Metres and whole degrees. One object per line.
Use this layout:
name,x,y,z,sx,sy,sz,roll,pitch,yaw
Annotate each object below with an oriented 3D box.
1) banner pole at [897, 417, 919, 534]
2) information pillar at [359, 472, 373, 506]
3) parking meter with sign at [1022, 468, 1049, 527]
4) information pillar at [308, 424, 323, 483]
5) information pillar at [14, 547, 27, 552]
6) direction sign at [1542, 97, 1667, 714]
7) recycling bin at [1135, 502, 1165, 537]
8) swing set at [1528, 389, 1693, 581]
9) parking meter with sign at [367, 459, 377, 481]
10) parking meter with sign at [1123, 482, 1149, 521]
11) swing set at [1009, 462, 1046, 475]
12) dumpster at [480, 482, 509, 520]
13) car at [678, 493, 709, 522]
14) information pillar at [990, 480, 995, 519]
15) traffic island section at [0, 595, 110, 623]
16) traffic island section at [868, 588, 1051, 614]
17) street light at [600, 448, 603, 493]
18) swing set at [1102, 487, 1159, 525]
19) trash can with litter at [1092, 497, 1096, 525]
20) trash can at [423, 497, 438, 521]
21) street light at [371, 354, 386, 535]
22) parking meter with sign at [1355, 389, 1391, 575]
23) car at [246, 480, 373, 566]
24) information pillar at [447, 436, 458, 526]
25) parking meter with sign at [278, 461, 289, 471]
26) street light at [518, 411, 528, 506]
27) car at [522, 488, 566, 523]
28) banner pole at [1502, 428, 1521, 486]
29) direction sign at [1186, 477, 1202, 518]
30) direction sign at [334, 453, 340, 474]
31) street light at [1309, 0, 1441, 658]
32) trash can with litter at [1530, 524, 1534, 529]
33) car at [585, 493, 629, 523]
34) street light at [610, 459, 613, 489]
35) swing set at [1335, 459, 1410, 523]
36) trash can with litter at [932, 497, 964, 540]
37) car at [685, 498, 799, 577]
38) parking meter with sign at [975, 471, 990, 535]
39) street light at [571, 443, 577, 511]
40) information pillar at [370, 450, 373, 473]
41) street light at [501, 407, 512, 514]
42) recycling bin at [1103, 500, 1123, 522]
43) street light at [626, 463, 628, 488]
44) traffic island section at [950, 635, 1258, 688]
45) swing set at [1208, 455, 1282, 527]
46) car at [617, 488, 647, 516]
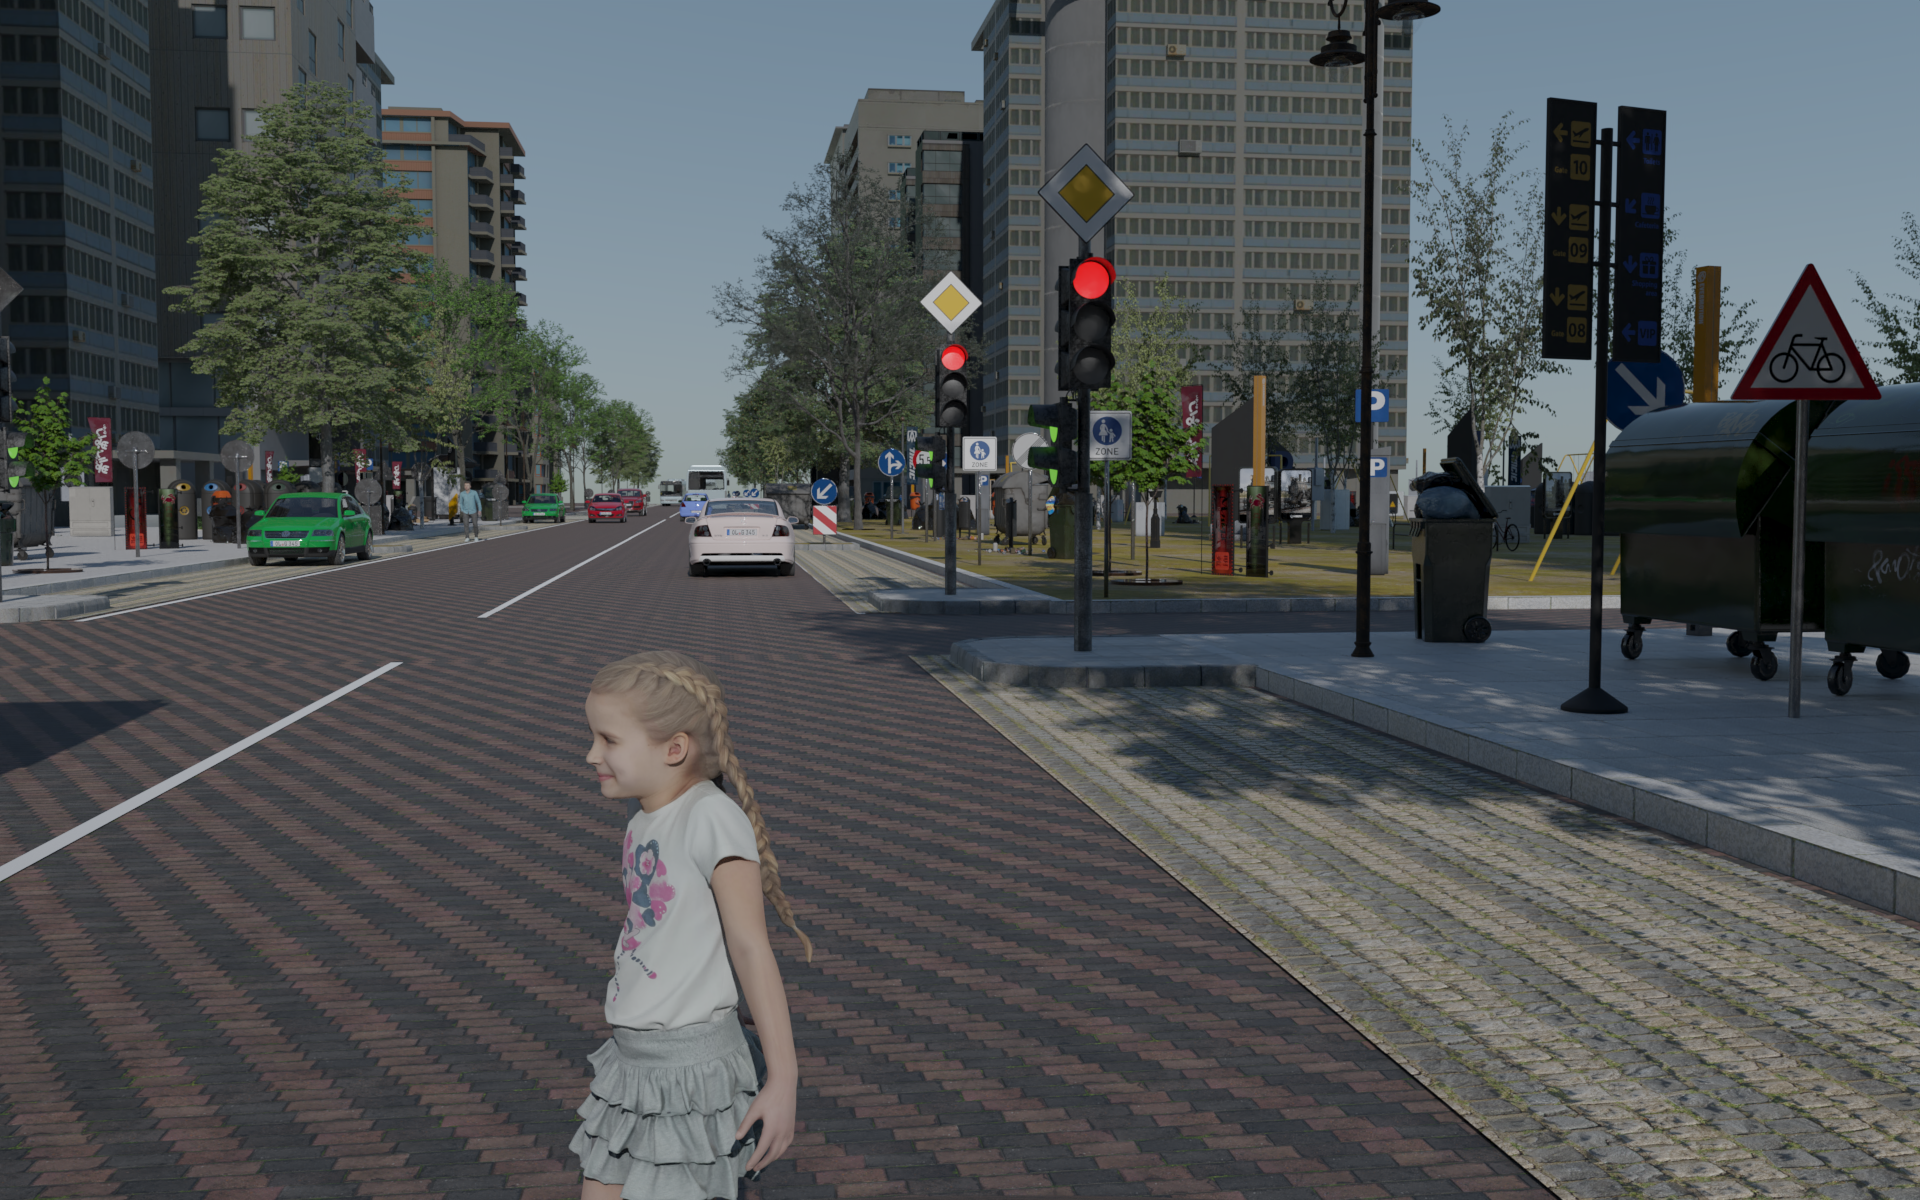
banner pole,-1.681,-4.059,56.383,0.863,3.779,0.401,-3,5,-39
information pillar,-19.504,-3.207,56.922,0.304,2.012,0.304,3,4,37
parking meter with sign,3.022,-4.293,66.458,1.738,3.016,0.543,-3,4,-38
information pillar,-20.017,-3.831,53.993,0.504,3.616,0.183,-1,4,-22
information pillar,-21.079,-2.090,38.657,0.304,2.012,0.304,0,4,-1
direction sign,3.759,-1.111,10.158,0.876,3.537,0.379,-2,4,-23
recycling bin,5.769,-2.447,52.570,0.722,1.027,0.722,2,4,25
swing set,10.493,-1.712,25.618,2.862,2.851,3.119,3,5,44
parking meter with sign,-28.703,-5.390,84.389,0.543,3.016,1.738,-2,4,-29
parking meter with sign,8.224,-5.273,82.476,1.738,3.016,0.543,-1,4,-23
swing set,3.761,-5.368,85.389,3.119,2.851,2.862,-1,4,-8
dumpster,-23.001,-4.878,85.517,1.264,1.857,1.865,0,4,-8
car,-13.972,-5.027,91.777,1.945,1.707,3.694,0,4,-8
information pillar,1.545,-5.088,87.678,0.304,2.012,0.304,-3,5,-43
traffic island section,-11.425,0.110,20.485,2.009,0.180,2.903,0,4,-8
traffic island section,-0.097,0.012,22.087,2.009,0.180,2.903,0,4,-8
street light,-34.042,-11.733,164.620,0.468,5.910,1.993,0,4,-8
swing set,6.712,-4.697,74.418,3.119,2.851,2.862,3,5,42
trash can with litter,5.003,-3.616,70.501,1.055,1.170,0.624,1,4,19
trash can,-25.442,-4.373,83.150,0.748,1.137,0.748,0,3,0
street light,-18.283,-5.008,54.673,0.468,5.910,1.993,0,4,-8
parking meter with sign,6.703,-1.944,28.046,0.543,3.016,1.738,1,4,10
car,-13.388,-1.652,35.808,1.959,1.807,4.718,0,4,-8
information pillar,-20.592,-4.827,70.274,0.504,3.616,0.183,2,4,34
parking meter with sign,-35.594,-5.855,91.989,0.543,3.016,1.738,0,4,-1
street light,-24.258,-7.558,96.362,0.468,5.910,1.993,0,4,-8
car,-20.486,-4.678,85.288,1.959,1.807,4.718,0,4,-8
banner pole,20.734,-4.606,65.326,0.863,3.779,0.401,1,4,14
direction sign,12.825,-6.289,94.827,0.876,3.537,0.379,1,4,14
direction sign,-32.166,-5.961,89.456,0.379,3.537,0.876,0,4,-3
street light,3.179,-2.490,13.496,0.468,5.910,1.993,0,4,-8
trash can with litter,19.970,-3.195,63.298,2.233,1.210,1.678,2,4,32
car,-17.718,-4.773,87.080,2.155,1.783,4.494,-1,4,-9
street light,-36.017,-12.595,178.719,0.468,5.910,1.993,0,4,-8
swing set,17.944,-4.825,76.508,2.862,2.851,3.119,-1,4,-16
trash can with litter,0.015,-2.321,49.013,1.678,1.210,2.233,-2,4,-32
car,-3.970,-1.174,31.556,2.083,1.381,4.827,0,4,-7
parking meter with sign,0.685,-3.569,54.621,0.543,3.016,1.738,0,4,-3
street light,-29.191,-9.668,130.856,0.468,5.910,1.993,0,4,-8
information pillar,-31.051,-6.121,91.437,0.183,3.616,0.504,-1,4,-21
street light,-23.303,-7.109,89.026,0.468,5.910,1.993,0,4,-8
recycling bin,7.000,-4.065,79.014,0.722,1.027,0.722,2,4,27
street light,-40.963,-14.703,213.184,0.468,5.910,1.993,0,4,-8
traffic island section,1.029,0.495,14.181,2.009,0.180,2.903,0,4,-8
swing set,11.297,-4.389,69.373,3.119,2.851,2.862,1,4,9
car,-21.553,-6.378,112.956,2.281,1.827,5.304,0,4,-7
